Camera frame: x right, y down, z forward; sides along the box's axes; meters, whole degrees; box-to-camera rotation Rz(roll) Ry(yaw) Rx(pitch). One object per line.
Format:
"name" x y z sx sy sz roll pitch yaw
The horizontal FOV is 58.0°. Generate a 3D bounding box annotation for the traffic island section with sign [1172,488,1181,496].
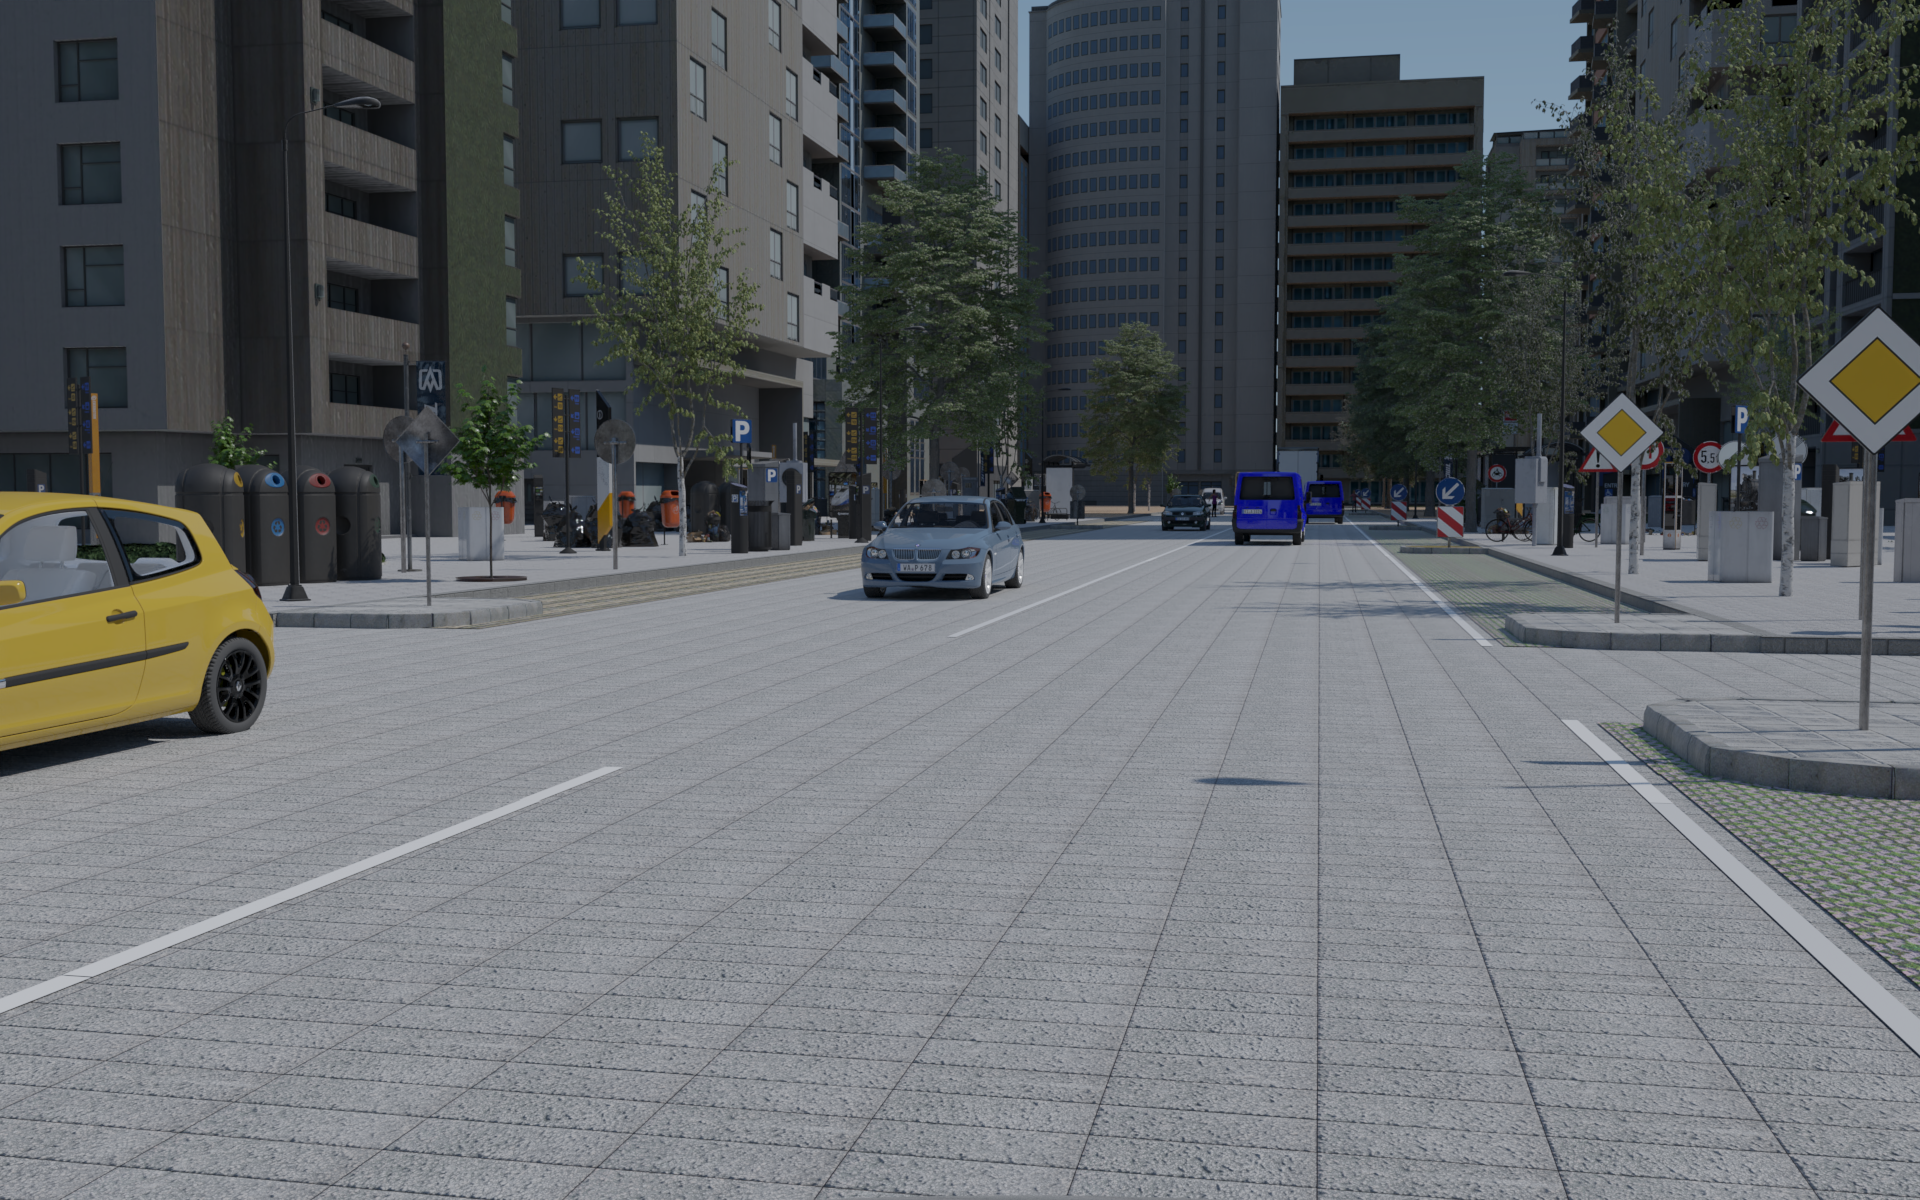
"traffic island section with sign" 15.040 -6.818 120.097 1.989 1.847 2.006 1 4 12

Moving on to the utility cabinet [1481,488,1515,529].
"utility cabinet" 19.717 -3.351 63.466 1.173 1.500 0.318 -1 4 -10

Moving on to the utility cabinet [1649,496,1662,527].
"utility cabinet" 27.192 -3.421 67.091 0.306 1.237 1.020 -3 4 -39

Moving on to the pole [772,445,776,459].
"pole" -7.709 -4.775 71.911 0.158 3.312 0.155 0 3 0

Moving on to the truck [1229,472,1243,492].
"truck" 25.871 -9.652 153.729 3.469 3.379 9.791 1 4 12

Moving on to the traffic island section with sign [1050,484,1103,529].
"traffic island section with sign" 4.807 -3.803 70.805 1.989 1.847 2.006 1 4 12

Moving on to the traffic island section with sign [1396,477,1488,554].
"traffic island section with sign" 11.713 -2.040 41.986 1.989 1.847 2.006 1 4 12

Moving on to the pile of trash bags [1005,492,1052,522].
"pile of trash bags" 2.814 -4.353 80.930 3.447 1.369 1.912 -2 4 -32

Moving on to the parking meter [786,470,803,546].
"parking meter" -4.105 -2.279 42.974 0.255 1.863 0.399 2 4 27

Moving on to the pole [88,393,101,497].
"pole" -17.585 -2.529 35.186 0.158 3.312 0.155 0 3 0

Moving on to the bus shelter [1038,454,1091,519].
"bus shelter" 5.536 -5.944 91.107 2.014 3.302 5.546 1 4 12

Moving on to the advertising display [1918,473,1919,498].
"advertising display" 27.428 -2.653 48.598 0.974 1.923 0.123 3 5 40

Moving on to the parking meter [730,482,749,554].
"parking meter" -4.765 -1.774 37.410 0.372 1.533 0.369 0 3 0

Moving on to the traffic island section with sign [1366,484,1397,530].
"traffic island section with sign" 17.309 -3.687 68.913 1.989 1.847 2.006 1 4 12

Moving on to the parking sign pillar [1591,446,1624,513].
"parking sign pillar" 29.274 -5.494 78.303 1.447 3.967 1.447 0 4 4

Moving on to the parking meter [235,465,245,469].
"parking meter" -14.435 -1.785 34.890 0.255 1.863 0.399 -2 4 -28

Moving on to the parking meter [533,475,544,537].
"parking meter" -12.585 -2.815 51.737 0.255 1.863 0.399 -1 4 -19

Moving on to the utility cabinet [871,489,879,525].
"utility cabinet" -3.711 -3.780 70.487 0.318 1.500 1.173 -3 5 -43

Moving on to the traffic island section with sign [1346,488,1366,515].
"traffic island section with sign" 27.262 -6.621 116.881 1.989 1.847 2.006 1 4 12

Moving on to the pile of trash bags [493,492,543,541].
"pile of trash bags" -11.198 -2.327 47.804 3.447 1.369 1.912 0 4 6

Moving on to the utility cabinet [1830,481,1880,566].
"utility cabinet" 15.826 -1.343 30.632 1.173 1.500 0.318 -3 4 -39

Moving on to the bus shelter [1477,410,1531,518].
"bus shelter" 25.081 -6.293 80.523 2.179 5.291 8.768 1 4 12

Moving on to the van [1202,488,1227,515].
"van" 17.573 -6.948 120.619 2.013 2.044 4.112 1 4 10

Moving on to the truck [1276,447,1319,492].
"truck" 21.177 -7.350 109.087 2.839 4.237 11.283 1 4 10

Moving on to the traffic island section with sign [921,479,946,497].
"traffic island section with sign" -0.729 -2.173 44.149 1.989 1.847 2.006 1 4 12

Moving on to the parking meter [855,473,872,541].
"parking meter" -2.636 -2.543 47.285 0.399 1.863 0.255 -2 4 -25

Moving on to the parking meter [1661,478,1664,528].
"parking meter" 26.328 -3.603 64.618 0.255 1.863 0.399 1 4 15

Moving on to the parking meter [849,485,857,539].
"parking meter" -2.986 -2.506 49.385 0.372 1.533 0.369 0 3 0

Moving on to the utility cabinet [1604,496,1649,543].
"utility cabinet" 17.647 -2.131 46.000 1.020 1.237 0.306 1 4 11

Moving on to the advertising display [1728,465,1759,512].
"advertising display" 17.270 -1.998 37.874 0.123 1.923 0.974 -2 4 -30

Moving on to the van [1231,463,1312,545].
"van" 9.033 -2.808 50.294 2.240 2.365 5.245 1 4 13

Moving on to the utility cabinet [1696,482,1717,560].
"utility cabinet" 14.447 -1.518 33.491 0.318 1.500 1.173 1 4 21

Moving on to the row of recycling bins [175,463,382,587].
"row of recycling bins" -9.675 -1.074 24.677 1.069 1.692 3.534 1 4 22

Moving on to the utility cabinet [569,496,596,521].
"utility cabinet" -14.174 -3.291 64.963 1.020 1.237 0.306 -3 5 -42

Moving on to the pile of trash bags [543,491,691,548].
"pile of trash bags" -8.146 -1.998 42.417 1.912 1.369 3.447 3 4 38

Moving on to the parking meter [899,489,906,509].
"parking meter" -2.965 -4.974 89.743 0.372 1.533 0.369 0 3 0

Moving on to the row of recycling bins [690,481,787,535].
"row of recycling bins" -6.988 -2.956 55.447 3.534 1.692 1.069 -3 5 -41

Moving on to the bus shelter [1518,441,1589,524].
"bus shelter" 23.586 -4.596 69.065 2.014 3.302 5.546 1 4 12

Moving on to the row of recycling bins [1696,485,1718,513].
"row of recycling bins" 33.637 -4.378 78.689 1.069 1.692 3.534 3 4 38

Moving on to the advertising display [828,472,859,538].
"advertising display" -3.366 -2.751 50.194 0.974 1.923 0.123 2 4 26

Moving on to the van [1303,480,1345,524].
"van" 17.642 -4.892 84.373 2.240 2.365 5.245 1 4 10

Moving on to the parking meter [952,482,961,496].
"parking meter" -0.178 -4.860 85.178 0.399 1.863 0.255 3 5 41

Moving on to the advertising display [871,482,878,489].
"advertising display" -4.746 -5.412 93.700 0.123 1.923 0.974 2 4 28

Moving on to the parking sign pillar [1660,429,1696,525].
"parking sign pillar" 29.649 -5.077 71.478 1.447 3.967 1.447 3 5 41

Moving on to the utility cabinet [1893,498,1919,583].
"utility cabinet" 14.154 -0.855 25.144 1.020 1.237 0.306 0 4 5

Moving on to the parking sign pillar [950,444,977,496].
"parking sign pillar" 0.186 -6.042 87.260 1.447 3.967 1.447 -1 4 -18

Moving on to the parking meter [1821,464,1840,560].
"parking meter" 17.056 -1.728 33.965 0.255 1.863 0.399 3 4 37

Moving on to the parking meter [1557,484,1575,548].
"parking meter" 14.379 -2.000 41.116 0.372 1.533 0.369 0 3 0

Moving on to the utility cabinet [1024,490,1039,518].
"utility cabinet" 3.689 -5.169 93.184 1.173 1.500 0.318 -1 4 -17

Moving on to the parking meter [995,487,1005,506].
"parking meter" 1.528 -3.483 65.366 0.372 1.533 0.369 0 3 0

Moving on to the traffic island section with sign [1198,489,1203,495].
"traffic island section with sign" 20.588 -8.449 146.776 1.989 1.847 2.006 1 4 12

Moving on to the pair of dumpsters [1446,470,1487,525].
"pair of dumpsters" 21.158 -4.293 72.681 1.574 2.255 4.437 1 4 12

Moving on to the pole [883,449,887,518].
"pole" -3.372 -5.136 77.809 0.158 3.312 0.155 0 3 0

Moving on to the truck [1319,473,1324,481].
"truck" 24.740 -7.994 126.618 3.469 3.379 9.791 1 4 13

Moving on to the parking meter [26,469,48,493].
"parking meter" -21.605 -2.133 40.581 0.255 1.863 0.399 1 4 15

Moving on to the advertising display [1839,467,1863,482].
"advertising display" 21.354 -2.238 41.798 0.974 1.923 0.123 2 4 33
